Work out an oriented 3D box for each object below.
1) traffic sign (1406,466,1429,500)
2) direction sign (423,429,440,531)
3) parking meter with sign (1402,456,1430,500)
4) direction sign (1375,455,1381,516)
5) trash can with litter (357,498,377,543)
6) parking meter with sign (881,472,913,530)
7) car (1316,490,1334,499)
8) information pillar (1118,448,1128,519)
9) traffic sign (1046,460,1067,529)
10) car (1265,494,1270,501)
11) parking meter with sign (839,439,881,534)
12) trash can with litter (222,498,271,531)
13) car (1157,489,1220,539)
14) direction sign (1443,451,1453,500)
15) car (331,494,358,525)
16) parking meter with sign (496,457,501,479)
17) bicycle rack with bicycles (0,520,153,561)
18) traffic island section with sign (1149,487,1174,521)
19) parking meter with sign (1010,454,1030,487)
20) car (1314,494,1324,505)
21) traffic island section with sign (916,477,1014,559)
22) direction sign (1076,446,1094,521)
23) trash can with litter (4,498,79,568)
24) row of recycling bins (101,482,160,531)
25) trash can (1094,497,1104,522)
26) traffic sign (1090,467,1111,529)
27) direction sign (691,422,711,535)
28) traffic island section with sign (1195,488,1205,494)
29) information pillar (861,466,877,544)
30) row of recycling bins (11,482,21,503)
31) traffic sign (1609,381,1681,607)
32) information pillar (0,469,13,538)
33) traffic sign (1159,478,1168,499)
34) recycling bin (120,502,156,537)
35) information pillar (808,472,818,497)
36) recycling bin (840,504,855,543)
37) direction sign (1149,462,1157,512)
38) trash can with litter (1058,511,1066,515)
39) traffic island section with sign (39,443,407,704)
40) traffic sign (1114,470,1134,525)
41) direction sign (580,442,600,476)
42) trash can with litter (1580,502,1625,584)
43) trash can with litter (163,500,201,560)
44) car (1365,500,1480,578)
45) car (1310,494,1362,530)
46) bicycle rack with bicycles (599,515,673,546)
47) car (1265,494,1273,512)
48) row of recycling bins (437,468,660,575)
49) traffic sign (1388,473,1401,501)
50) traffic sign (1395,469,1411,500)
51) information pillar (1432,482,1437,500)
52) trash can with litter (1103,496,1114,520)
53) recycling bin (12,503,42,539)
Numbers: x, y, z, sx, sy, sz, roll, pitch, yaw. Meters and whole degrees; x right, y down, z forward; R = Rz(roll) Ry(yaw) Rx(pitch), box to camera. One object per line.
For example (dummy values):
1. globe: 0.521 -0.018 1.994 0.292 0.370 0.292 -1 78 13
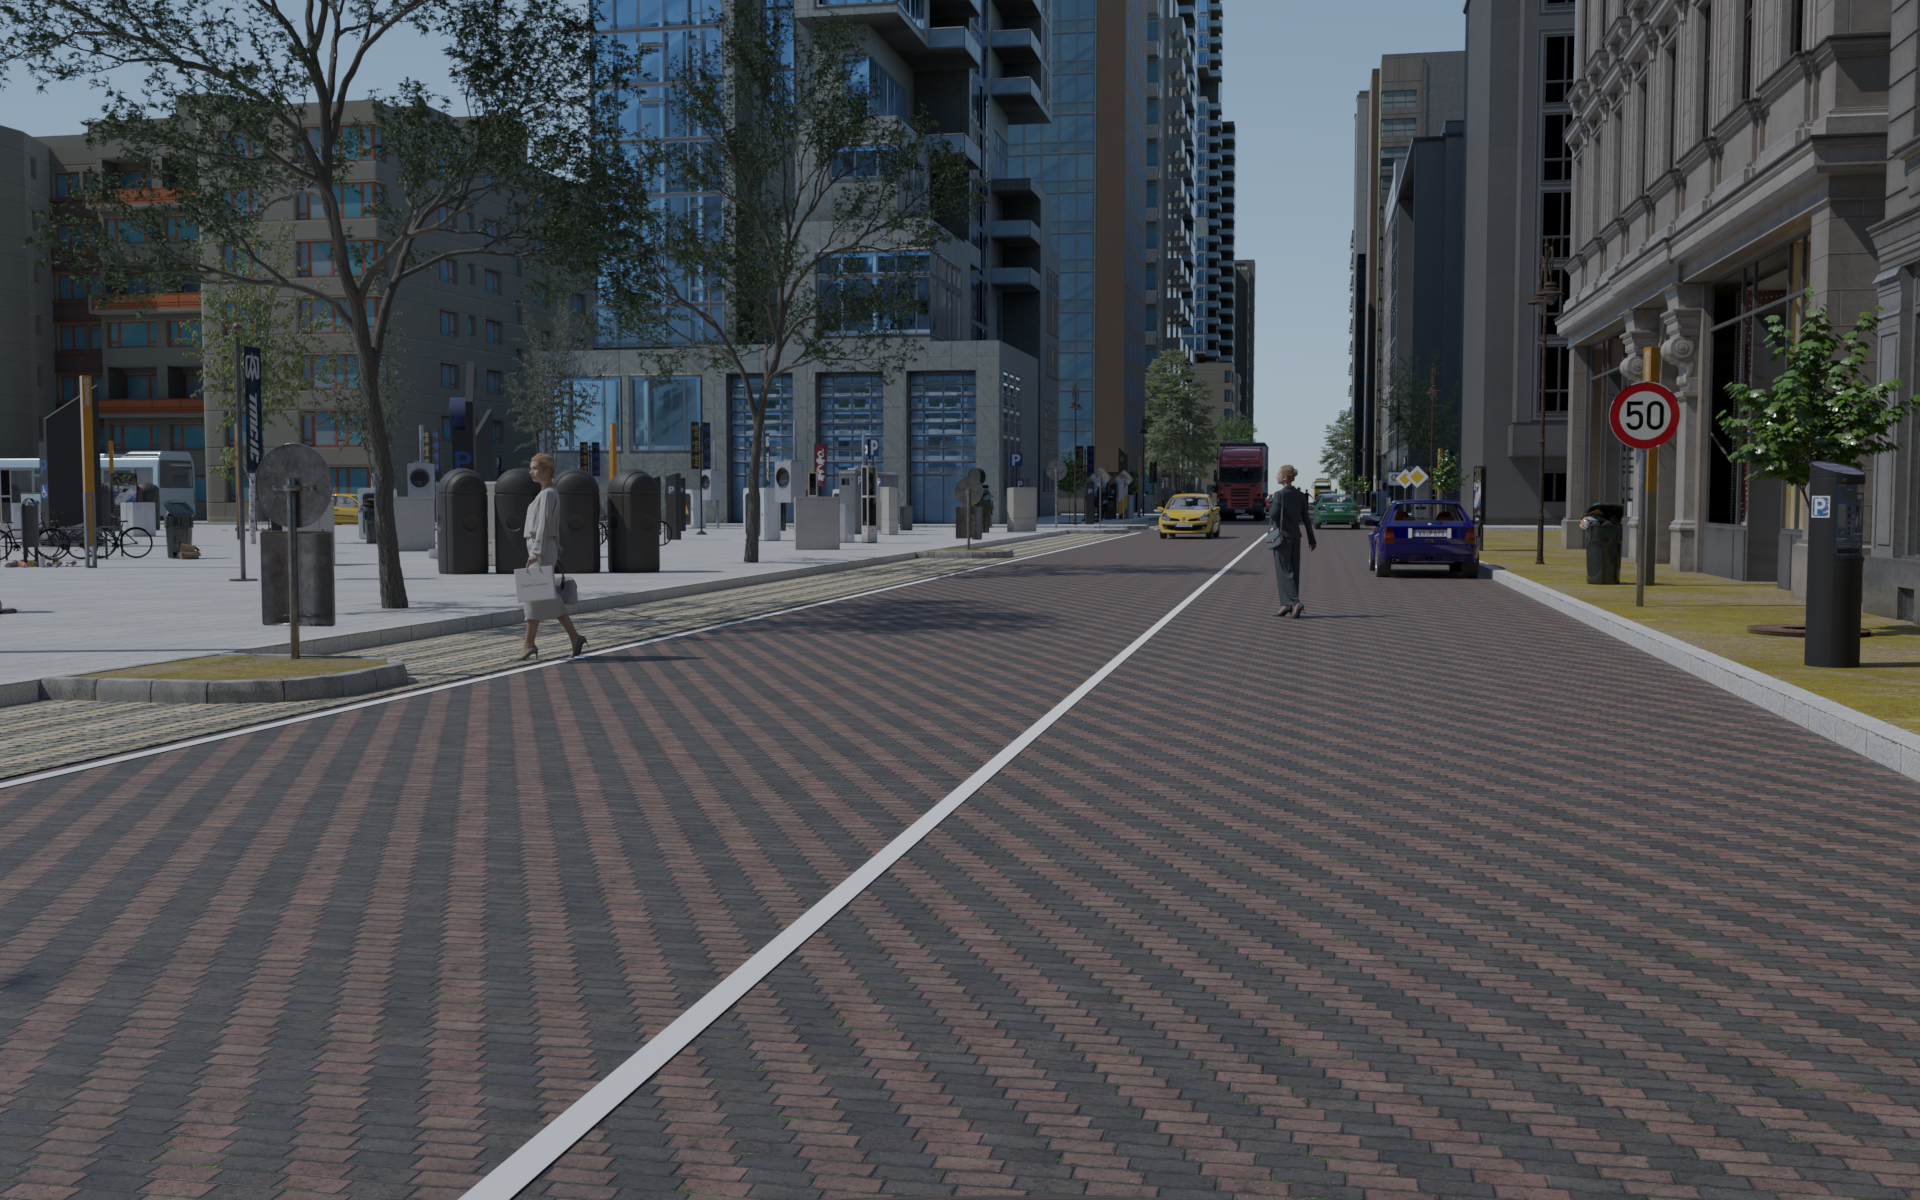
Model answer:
1. traffic sign: 16.094 -3.509 61.022 0.795 2.450 0.064 1 4 11
2. direction sign: -18.441 -4.186 60.437 0.876 3.537 0.379 2 4 35
3. parking meter with sign: 21.477 -5.156 80.563 1.738 3.016 0.543 0 4 -2
4. direction sign: 24.292 -6.635 100.475 0.379 3.537 0.876 0 4 -2
5. trash can with litter: -15.229 -2.068 45.207 0.624 1.170 1.055 0 4 3
6. parking meter with sign: -2.521 -3.945 60.763 1.738 3.016 0.543 -2 4 -28
7. car: 37.733 -10.366 178.150 2.281 1.827 5.304 1 4 13
8. information pillar: 8.228 -5.886 87.592 0.504 3.616 0.183 -1 4 -16
9. traffic sign: 3.570 -3.920 64.196 0.768 2.556 0.104 1 4 14
10. car: 28.210 -9.024 157.767 2.015 1.641 3.980 1 4 10
11. parking meter with sign: -3.472 -3.605 55.202 1.738 3.016 0.543 2 4 29
12. trash can with litter: -24.490 -3.000 60.112 2.233 1.210 1.678 1 4 14
13. car: 7.519 -2.834 56.557 2.015 1.641 3.980 1 4 13
14. direction sign: 25.545 -6.066 91.182 0.876 3.537 0.379 -1 4 -13
15. car: -25.796 -3.890 73.828 3.980 1.641 2.015 1 4 12
16. parking meter with sign: -20.942 -5.232 81.804 1.738 3.016 0.543 -2 4 -30
17. bicycle rack with bicycles: -17.616 -1.286 34.402 2.925 0.926 2.852 -1 4 -16
18. traffic island section with sign: 11.292 -5.198 93.607 1.989 1.847 2.006 1 4 11
19. parking meter with sign: 2.764 -4.837 75.343 0.543 3.016 1.738 2 4 24
20. car: 34.589 -9.307 164.171 2.014 1.417 4.499 1 4 11
21. traffic island section with sign: 0.158 -1.866 39.138 1.989 1.847 2.006 1 4 11
22. direction sign: 5.878 -5.470 81.431 0.876 3.537 0.379 1 4 19
23. trash can with litter: -16.369 -1.219 30.986 1.678 1.210 2.233 0 4 -8
24. row of recycling bins: -29.415 -3.279 60.732 1.069 1.692 3.534 1 4 10
25. trash can: 6.188 -4.110 78.850 0.748 1.137 0.748 0 3 0
26. traffic sign: 5.129 -3.647 63.273 0.795 2.450 0.064 1 4 11
27. direction sign: -8.156 -3.826 54.545 0.379 3.537 0.876 2 4 34
28. traffic island section with sign: 16.682 -6.813 120.020 1.989 1.847 2.006 1 4 11
29. information pillar: -2.358 -2.480 45.046 0.304 2.012 0.304 -3 4 -37
30. row of recycling bins: -31.668 -2.939 55.170 3.534 1.692 1.069 0 4 1
31. traffic sign: 7.760 -1.198 19.691 0.768 2.556 0.104 1 4 14
32. information pillar: -27.669 -2.796 50.200 0.304 2.012 0.304 -2 4 -35
33. traffic sign: 12.835 -6.555 109.303 0.606 2.300 0.079 1 4 19
34. recycling bin: -24.782 -2.427 52.235 0.722 1.027 0.722 2 4 34
35. information pillar: -4.933 -3.282 58.153 0.304 2.012 0.304 0 4 -1
36. recycling bin: -3.223 -2.030 45.738 0.722 1.027 0.722 1 4 15
37. direction sign: 13.584 -7.942 121.843 0.379 3.537 0.876 3 5 41
38. trash can with litter: 5.408 -5.853 106.761 2.233 1.210 1.678 2 4 32
39. traffic island section with sign: -5.219 -0.250 12.723 1.989 1.847 2.006 1 4 11
40. traffic sign: 6.726 -4.126 71.097 0.795 2.450 0.064 1 4 11
41. direction sign: -16.077 -5.095 75.299 0.876 3.537 0.379 -2 4 -30
42. trash can with litter: 9.159 -0.823 24.843 0.624 1.170 1.055 1 4 13
43. trash can with litter: -15.325 -1.401 34.295 0.624 1.170 1.055 -3 5 -45
44. car: 8.268 -1.129 31.047 1.945 1.354 3.894 1 4 11
45. car: 15.558 -3.655 71.555 2.131 1.459 4.920 1 4 11
46. bicycle rack with bicycles: -8.455 -1.818 43.101 2.925 0.926 2.852 1 4 18
47. car: 25.743 -8.021 140.178 2.155 1.783 4.494 1 4 13
48. row of recycling bins: -6.674 -1.288 28.172 3.534 1.692 1.069 -1 4 -11
49. traffic sign: 20.303 -4.820 80.931 0.606 2.300 0.079 1 4 13
50. traffic sign: 17.691 -3.988 68.847 0.795 2.450 0.064 1 4 11
51. information pillar: 23.128 -4.873 84.160 0.304 2.012 0.304 -2 4 -26
52. trash can with litter: 7.391 -4.625 87.010 0.624 1.170 1.055 0 4 -5
53. recycling bin: -26.465 -2.250 49.341 0.722 1.027 0.722 0 4 2
